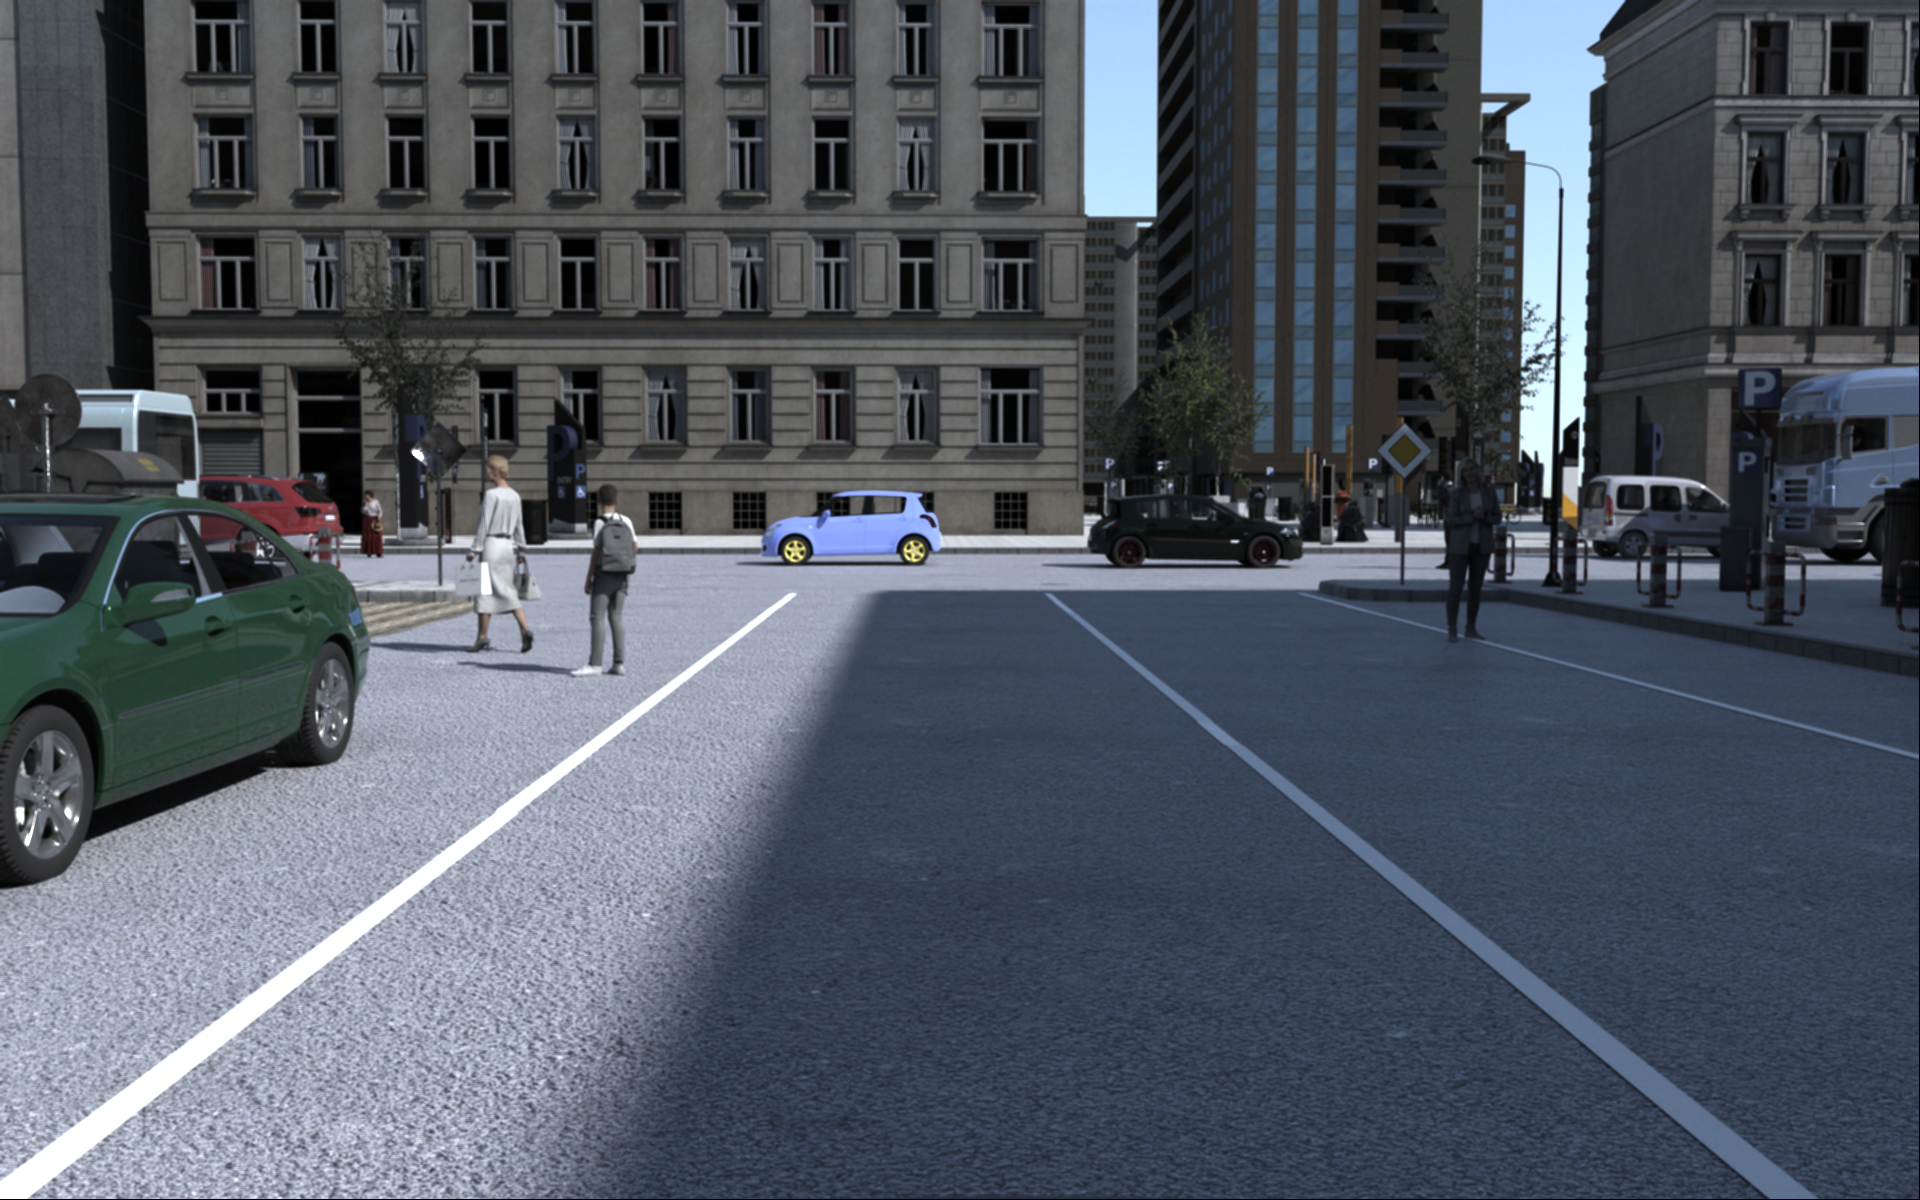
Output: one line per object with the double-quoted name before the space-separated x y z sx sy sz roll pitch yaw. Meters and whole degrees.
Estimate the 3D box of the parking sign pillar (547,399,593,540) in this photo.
"parking sign pillar" -11.079 -3.690 48.810 1.447 3.967 1.447 3 5 42

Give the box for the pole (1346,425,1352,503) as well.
"pole" 11.465 -3.500 51.066 0.158 3.312 0.155 0 3 0

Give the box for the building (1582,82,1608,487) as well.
"building" 69.462 -29.508 166.048 14.086 41.232 14.154 0 4 -1

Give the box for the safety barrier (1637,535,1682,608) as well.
"safety barrier" 7.907 -0.326 19.607 0.300 0.817 1.120 0 4 -1

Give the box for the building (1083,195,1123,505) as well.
"building" 13.519 -32.780 227.837 23.993 40.220 32.217 0 4 -1

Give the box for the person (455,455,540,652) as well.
"person" -4.153 -0.412 15.595 0.624 1.780 0.694 3 4 38

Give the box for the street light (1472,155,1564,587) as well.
"street light" 7.705 -3.141 23.895 1.470 5.913 1.316 0 4 -1

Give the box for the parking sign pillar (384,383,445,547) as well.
"parking sign pillar" -13.549 -3.329 42.895 1.447 3.967 1.447 0 4 -6

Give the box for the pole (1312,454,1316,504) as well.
"pole" 17.961 -5.758 87.984 0.158 3.312 0.155 0 3 0

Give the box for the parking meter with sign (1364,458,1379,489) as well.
"parking meter with sign" 19.944 -5.388 84.355 0.543 3.016 1.738 0 4 3

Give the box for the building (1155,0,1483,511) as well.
"building" 27.657 -31.439 137.735 21.300 48.544 21.600 0 4 -1

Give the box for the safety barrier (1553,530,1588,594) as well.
"safety barrier" 7.852 -0.491 22.300 0.300 0.817 1.120 0 4 -1

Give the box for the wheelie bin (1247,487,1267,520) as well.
"wheelie bin" 13.086 -4.186 76.346 0.693 1.594 0.980 -2 4 -31

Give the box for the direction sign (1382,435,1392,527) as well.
"direction sign" 16.399 -4.559 66.533 0.379 3.537 0.876 3 4 38

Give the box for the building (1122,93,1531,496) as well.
"building" 32.851 -28.683 160.854 32.217 40.220 23.993 0 4 -1

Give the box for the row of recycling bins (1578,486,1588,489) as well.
"row of recycling bins" 33.506 -5.182 91.833 3.534 1.692 1.069 -2 4 -35

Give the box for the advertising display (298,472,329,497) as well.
"advertising display" -18.771 -2.760 50.338 0.974 1.923 0.123 1 4 17

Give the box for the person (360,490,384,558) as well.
"person" -13.270 -1.721 39.098 0.523 1.526 0.387 0 4 -4

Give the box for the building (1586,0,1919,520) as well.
"building" 24.954 -12.729 59.030 40.483 20.767 10.553 0 4 -1

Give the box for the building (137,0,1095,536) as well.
"building" -10.543 -13.864 59.961 30.059 22.955 16.112 0 4 -1

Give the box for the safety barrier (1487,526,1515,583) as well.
"safety barrier" 7.796 -0.655 24.989 0.300 0.817 1.120 0 4 -1

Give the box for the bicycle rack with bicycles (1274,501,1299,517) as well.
"bicycle rack with bicycles" 18.652 -5.071 96.299 2.925 0.926 2.852 -2 4 -27

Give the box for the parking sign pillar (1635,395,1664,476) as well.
"parking sign pillar" 19.051 -3.635 47.901 1.447 3.967 1.447 3 4 36

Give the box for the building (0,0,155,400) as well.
"building" -36.337 -14.702 58.406 19.932 24.808 12.078 0 4 -1

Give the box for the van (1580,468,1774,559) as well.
"van" 16.218 -1.960 39.053 4.112 2.044 2.013 0 4 -1

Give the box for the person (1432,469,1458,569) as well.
"person" 9.275 -1.542 33.071 0.474 1.900 0.648 2 4 27

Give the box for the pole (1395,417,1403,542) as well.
"pole" 11.677 -3.194 46.058 0.158 3.312 0.155 0 3 0

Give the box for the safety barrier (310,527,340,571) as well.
"safety barrier" -8.825 -0.599 24.074 0.300 0.817 1.120 0 4 -1

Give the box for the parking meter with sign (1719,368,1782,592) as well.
"parking meter with sign" 10.674 -1.663 23.456 0.543 3.016 1.738 2 4 32

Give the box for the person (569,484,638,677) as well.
"person" -2.798 -0.160 13.709 0.523 1.515 0.503 0 4 4

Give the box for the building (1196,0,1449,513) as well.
"building" 24.530 -28.733 119.899 14.600 45.320 14.200 0 4 -1

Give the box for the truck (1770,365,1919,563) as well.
"truck" 25.832 -2.798 35.512 18.799 4.110 2.967 0 4 1

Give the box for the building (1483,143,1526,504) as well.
"building" 62.072 -34.871 220.258 14.200 45.320 14.600 0 4 -1

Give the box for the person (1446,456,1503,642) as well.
"person" 5.026 -0.504 16.916 0.537 1.800 0.526 1 4 9

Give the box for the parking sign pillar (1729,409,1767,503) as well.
"parking sign pillar" 24.289 -3.972 53.406 1.447 3.967 1.447 0 4 -7

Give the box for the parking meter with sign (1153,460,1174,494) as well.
"parking meter with sign" 10.973 -5.833 91.636 0.543 3.016 1.738 -1 4 -17

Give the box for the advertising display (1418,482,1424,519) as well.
"advertising display" 24.041 -5.205 90.315 0.123 1.923 0.974 1 4 23

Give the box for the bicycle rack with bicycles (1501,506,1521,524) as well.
"bicycle rack with bicycles" 21.936 -3.685 73.636 2.852 0.926 2.925 -2 4 -35

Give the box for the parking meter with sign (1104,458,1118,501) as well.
"parking meter with sign" 7.285 -5.300 82.915 0.543 3.016 1.738 0 4 -3

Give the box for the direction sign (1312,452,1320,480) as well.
"direction sign" 19.205 -6.210 93.529 0.379 3.537 0.876 -1 4 -14

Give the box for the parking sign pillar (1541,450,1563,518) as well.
"parking sign pillar" 32.889 -6.479 94.406 1.447 3.967 1.447 -1 4 -11

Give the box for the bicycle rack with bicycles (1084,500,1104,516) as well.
"bicycle rack with bicycles" 7.659 -5.546 104.053 2.925 0.926 2.852 2 4 30

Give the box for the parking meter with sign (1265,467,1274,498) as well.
"parking meter with sign" 19.848 -7.028 111.163 0.543 3.016 1.738 0 4 8

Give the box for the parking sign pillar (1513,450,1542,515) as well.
"parking sign pillar" 34.171 -7.100 104.563 1.447 3.967 1.447 -1 4 -15

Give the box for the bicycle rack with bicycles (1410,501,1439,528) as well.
"bicycle rack with bicycles" 18.512 -3.234 66.256 2.852 0.926 2.925 1 4 21

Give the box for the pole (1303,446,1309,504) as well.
"pole" 14.829 -4.912 74.162 0.158 3.312 0.155 0 3 0

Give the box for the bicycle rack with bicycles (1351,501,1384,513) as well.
"bicycle rack with bicycles" 20.304 -4.551 87.796 2.852 0.926 2.925 2 4 29

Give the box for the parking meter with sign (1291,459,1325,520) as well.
"parking meter with sign" 17.125 -5.470 85.703 1.738 3.016 0.543 1 4 19

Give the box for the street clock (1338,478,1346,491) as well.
"street clock" 16.896 -4.395 76.433 0.358 2.002 0.471 3 5 40

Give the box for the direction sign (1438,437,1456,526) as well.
"direction sign" 19.365 -4.689 68.670 0.876 3.537 0.379 -1 4 -15

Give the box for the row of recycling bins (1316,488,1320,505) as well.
"row of recycling bins" 22.121 -6.245 109.211 1.069 1.692 3.534 1 4 23

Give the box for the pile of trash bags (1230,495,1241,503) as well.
"pile of trash bags" 16.433 -5.701 102.958 3.447 1.369 1.912 -1 4 -13

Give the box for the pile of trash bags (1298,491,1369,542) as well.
"pile of trash bags" 10.306 -2.311 47.542 1.912 1.369 3.447 1 4 19
